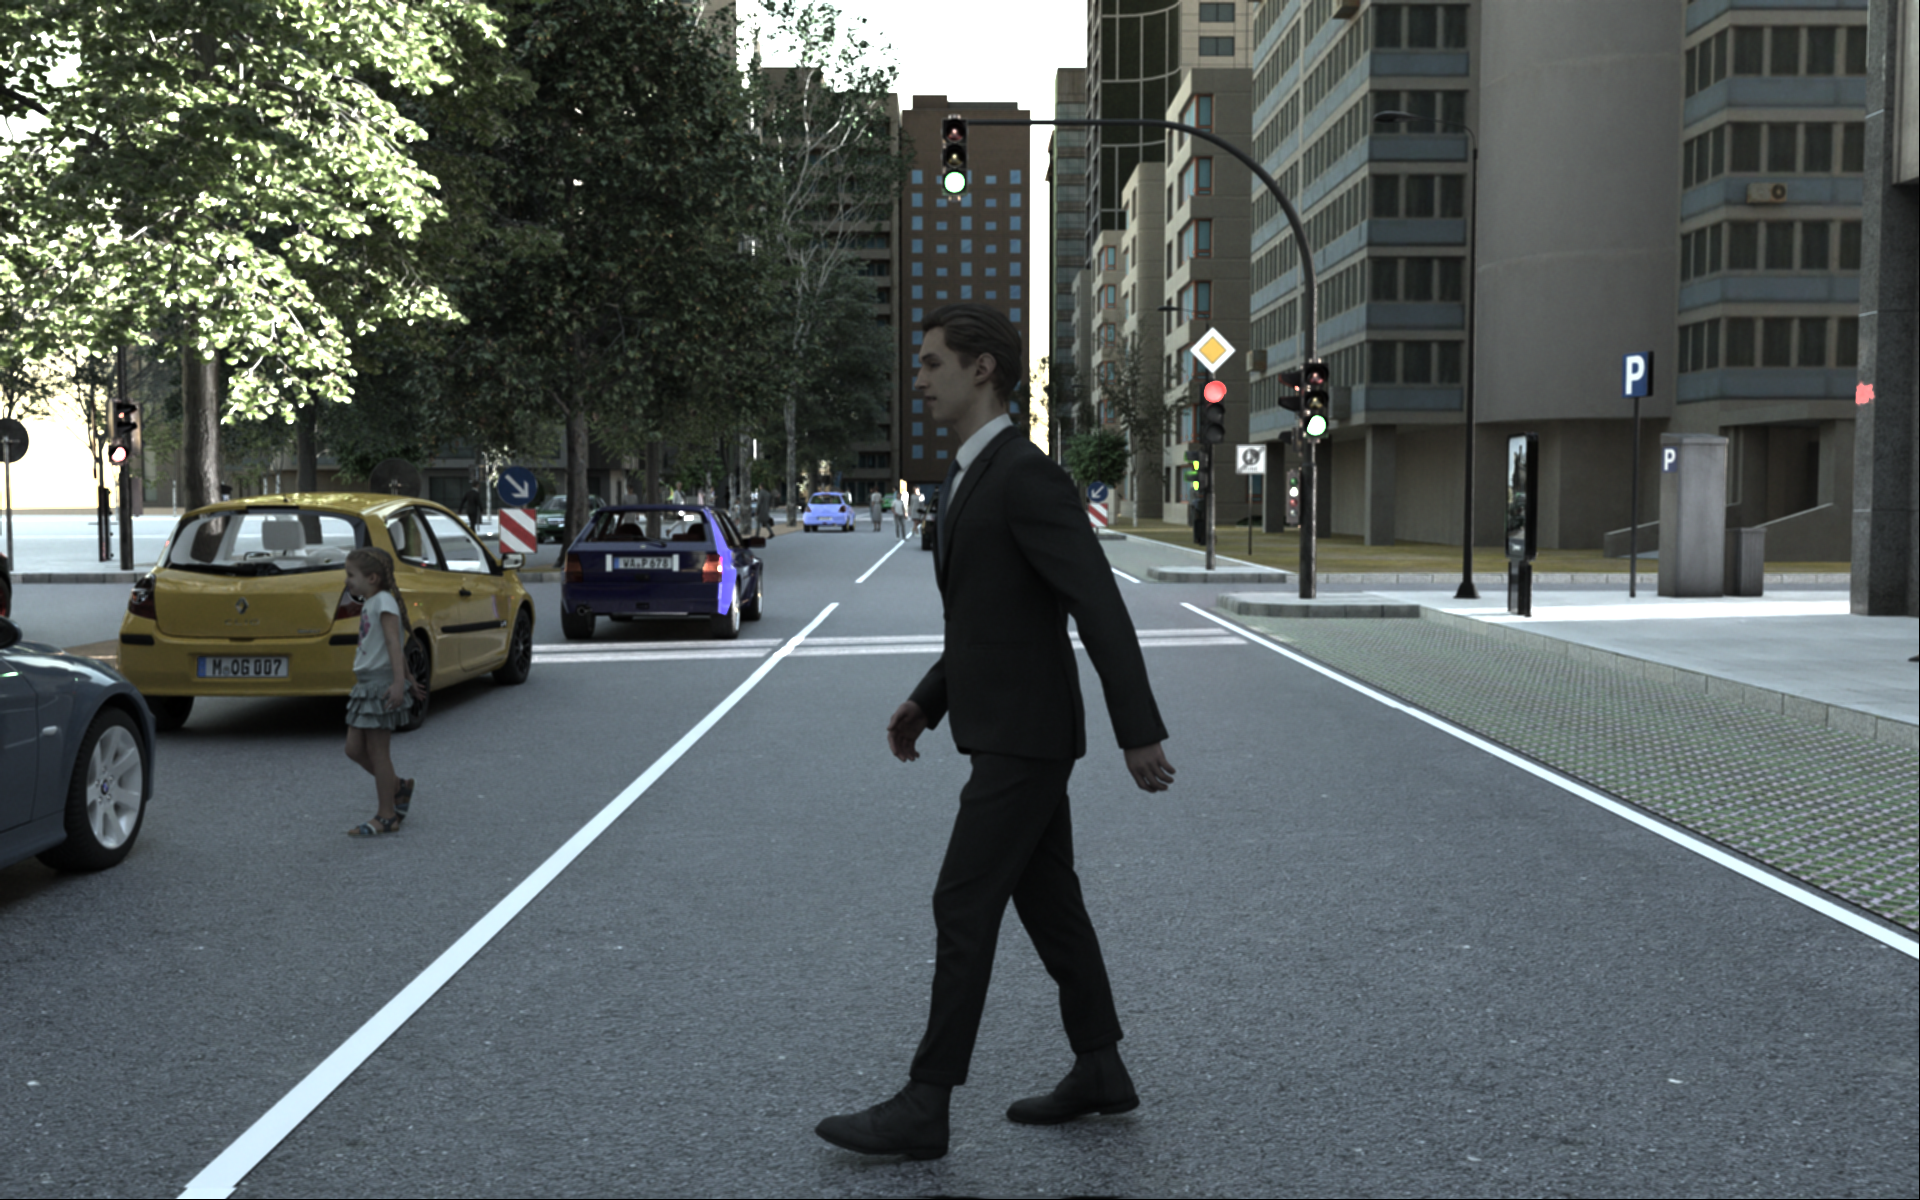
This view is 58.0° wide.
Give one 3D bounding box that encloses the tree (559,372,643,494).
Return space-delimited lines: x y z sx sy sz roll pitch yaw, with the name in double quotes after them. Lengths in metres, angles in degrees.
-16.826 -8.351 86.906 4.737 8.622 4.395 0 3 0 "tree"

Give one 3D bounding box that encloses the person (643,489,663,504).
-9.988 -2.920 56.426 0.473 1.802 0.592 -3 5 -44 "person"

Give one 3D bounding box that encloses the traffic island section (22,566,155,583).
-14.084 -0.426 29.247 2.009 0.180 2.903 0 4 0 "traffic island section"

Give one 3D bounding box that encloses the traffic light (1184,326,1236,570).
4.217 -2.463 29.198 0.839 4.253 0.868 0 4 0 "traffic light"

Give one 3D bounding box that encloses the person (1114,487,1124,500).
9.855 -6.349 109.872 0.705 1.821 1.348 -3 4 -38 "person"

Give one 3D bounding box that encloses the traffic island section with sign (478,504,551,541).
-13.852 -2.770 53.925 1.989 1.847 2.006 0 4 0 "traffic island section with sign"

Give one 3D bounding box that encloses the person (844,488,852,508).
-6.601 -5.718 102.082 0.635 1.810 0.391 3 5 39 "person"

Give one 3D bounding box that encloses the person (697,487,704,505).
-16.135 -6.199 108.058 0.621 1.740 0.551 -3 5 -39 "person"

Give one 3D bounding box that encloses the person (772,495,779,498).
-19.171 -10.510 178.603 1.217 1.743 0.721 -1 4 -17 "person"

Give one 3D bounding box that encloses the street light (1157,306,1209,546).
5.570 -4.306 42.948 1.470 5.913 1.316 0 4 0 "street light"

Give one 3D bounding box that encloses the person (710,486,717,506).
-9.908 -3.698 69.529 0.524 1.755 0.480 1 4 10 "person"

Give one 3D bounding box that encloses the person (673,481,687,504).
-9.141 -2.919 56.102 0.818 1.842 0.514 0 4 2 "person"

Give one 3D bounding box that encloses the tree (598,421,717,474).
-17.318 -10.101 99.568 7.601 10.594 8.767 0 4 -6 "tree"

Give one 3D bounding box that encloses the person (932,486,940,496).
-1.202 -5.362 95.539 0.648 1.900 0.474 -1 4 -21 "person"

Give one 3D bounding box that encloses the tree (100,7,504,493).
-16.654 -8.412 44.197 9.857 13.997 8.962 0 3 0 "tree"

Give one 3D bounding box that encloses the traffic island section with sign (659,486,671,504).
-13.969 -4.469 81.691 1.989 1.847 2.006 0 4 0 "traffic island section with sign"

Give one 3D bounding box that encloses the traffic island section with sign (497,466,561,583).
-7.224 -1.272 28.929 2.006 1.907 1.989 0 4 0 "traffic island section with sign"

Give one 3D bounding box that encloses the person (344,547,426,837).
-2.385 0.381 7.293 0.382 1.210 0.505 -2 4 -33 "person"

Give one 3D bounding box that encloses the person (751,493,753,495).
-16.900 -8.022 138.022 1.217 1.723 0.721 0 4 -6 "person"

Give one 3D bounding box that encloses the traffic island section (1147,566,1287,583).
4.257 -0.430 29.312 2.009 0.180 2.903 0 4 0 "traffic island section"

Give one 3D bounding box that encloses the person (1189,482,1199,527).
9.222 -3.777 67.974 0.526 1.800 0.537 -1 4 -20 "person"

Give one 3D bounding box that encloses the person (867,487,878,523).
-4.277 -4.675 85.278 0.623 1.781 0.721 0 4 -6 "person"

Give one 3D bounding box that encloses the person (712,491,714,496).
-18.587 -7.513 128.751 0.599 1.838 0.709 2 4 28 "person"

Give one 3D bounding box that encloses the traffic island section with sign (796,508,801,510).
-14.251 -9.213 159.260 1.989 1.847 2.006 0 4 0 "traffic island section with sign"

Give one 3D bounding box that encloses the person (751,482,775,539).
-6.345 -2.875 55.605 0.767 1.812 0.694 2 4 27 "person"

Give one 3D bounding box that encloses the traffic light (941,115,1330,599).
2.156 -2.838 21.063 4.771 5.953 1.251 0 4 0 "traffic light"

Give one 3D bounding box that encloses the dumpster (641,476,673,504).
-16.387 -5.577 93.682 1.502 2.255 1.985 0 3 0 "dumpster"

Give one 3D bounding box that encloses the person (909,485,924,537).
-1.482 -2.971 57.820 0.466 1.731 0.760 -2 4 -32 "person"

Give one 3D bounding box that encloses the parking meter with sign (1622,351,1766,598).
9.159 -1.548 21.571 1.738 3.016 0.543 -1 4 -11 "parking meter with sign"

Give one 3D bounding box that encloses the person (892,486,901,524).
-3.001 -4.586 83.502 0.620 1.820 0.660 1 4 16 "person"

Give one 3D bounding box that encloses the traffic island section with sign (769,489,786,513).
-14.147 -7.564 132.305 1.989 1.847 2.006 0 4 0 "traffic island section with sign"

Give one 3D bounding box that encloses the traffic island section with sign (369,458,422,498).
-7.206 -0.819 21.522 2.006 1.907 1.989 0 4 0 "traffic island section with sign"

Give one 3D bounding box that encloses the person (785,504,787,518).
-10.216 -5.749 103.502 0.522 1.701 0.512 0 4 -3 "person"

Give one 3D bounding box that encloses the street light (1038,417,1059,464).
5.413 -8.062 104.349 1.470 5.913 1.316 0 4 0 "street light"

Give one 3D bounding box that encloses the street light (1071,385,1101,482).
5.392 -6.184 73.642 1.470 5.913 1.316 0 4 0 "street light"

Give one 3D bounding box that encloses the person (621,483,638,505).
-8.913 -2.309 46.999 0.760 1.731 0.466 1 4 23 "person"

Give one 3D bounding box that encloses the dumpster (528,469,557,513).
-16.324 -3.880 65.930 1.502 2.255 1.985 0 3 0 "dumpster"

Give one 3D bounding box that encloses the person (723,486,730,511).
-17.983 -7.837 133.808 0.705 1.869 1.348 1 4 11 "person"

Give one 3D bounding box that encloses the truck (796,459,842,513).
-10.951 -9.004 136.129 2.839 4.237 11.283 0 4 1 "truck"

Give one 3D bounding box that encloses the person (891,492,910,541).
-1.833 -2.582 53.307 0.523 1.515 0.503 3 4 36 "person"

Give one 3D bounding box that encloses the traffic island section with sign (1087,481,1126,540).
4.165 -2.810 54.564 1.989 1.847 2.006 0 4 0 "traffic island section with sign"

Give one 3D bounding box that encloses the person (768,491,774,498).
-18.911 -10.058 171.311 0.721 1.723 1.217 3 5 40 "person"

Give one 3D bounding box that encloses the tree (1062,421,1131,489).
6.231 -5.749 77.703 4.285 4.588 4.351 0 3 0 "tree"

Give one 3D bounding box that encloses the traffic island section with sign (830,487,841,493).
-7.520 -5.867 104.067 2.006 1.907 1.989 0 4 0 "traffic island section with sign"

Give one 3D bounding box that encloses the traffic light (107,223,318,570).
-11.953 -3.333 29.156 4.771 5.953 1.251 0 4 0 "traffic light"

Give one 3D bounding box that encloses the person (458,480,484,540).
-14.357 -2.625 51.188 0.659 1.850 0.755 2 4 28 "person"

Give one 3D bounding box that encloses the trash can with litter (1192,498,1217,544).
6.377 -2.034 44.637 0.624 1.170 1.055 -1 4 -12 "trash can with litter"

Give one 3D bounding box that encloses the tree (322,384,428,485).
-17.351 -4.167 51.837 4.285 4.588 4.351 0 3 0 "tree"

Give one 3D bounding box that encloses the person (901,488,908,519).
-3.104 -5.382 96.715 0.478 1.798 0.641 -2 4 -24 "person"

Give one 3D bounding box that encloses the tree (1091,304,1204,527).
7.058 -7.166 67.519 4.360 8.622 3.978 0 3 0 "tree"

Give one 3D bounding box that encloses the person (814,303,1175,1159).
0.045 0.273 3.820 0.755 1.850 0.659 -1 4 -9 "person"

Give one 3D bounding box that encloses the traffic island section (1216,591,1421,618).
4.288 0.058 21.327 2.009 0.180 2.903 0 4 0 "traffic island section"

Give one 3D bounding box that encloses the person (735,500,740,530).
-8.997 -3.409 69.245 0.382 1.210 0.505 -3 4 -37 "person"

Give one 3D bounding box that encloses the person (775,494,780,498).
-18.383 -10.169 173.250 0.756 1.711 0.436 3 4 37 "person"

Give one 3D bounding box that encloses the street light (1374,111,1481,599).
5.722 -2.976 21.205 1.470 5.913 1.316 0 4 0 "street light"

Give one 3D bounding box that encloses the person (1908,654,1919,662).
7.680 -0.444 13.179 0.818 1.842 0.514 1 4 13 "person"

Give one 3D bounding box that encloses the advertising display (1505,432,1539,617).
5.968 -0.808 18.429 0.123 1.923 0.974 0 4 6 "advertising display"

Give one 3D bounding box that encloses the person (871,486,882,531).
-3.231 -3.513 66.511 0.480 1.755 0.524 -3 4 -37 "person"
